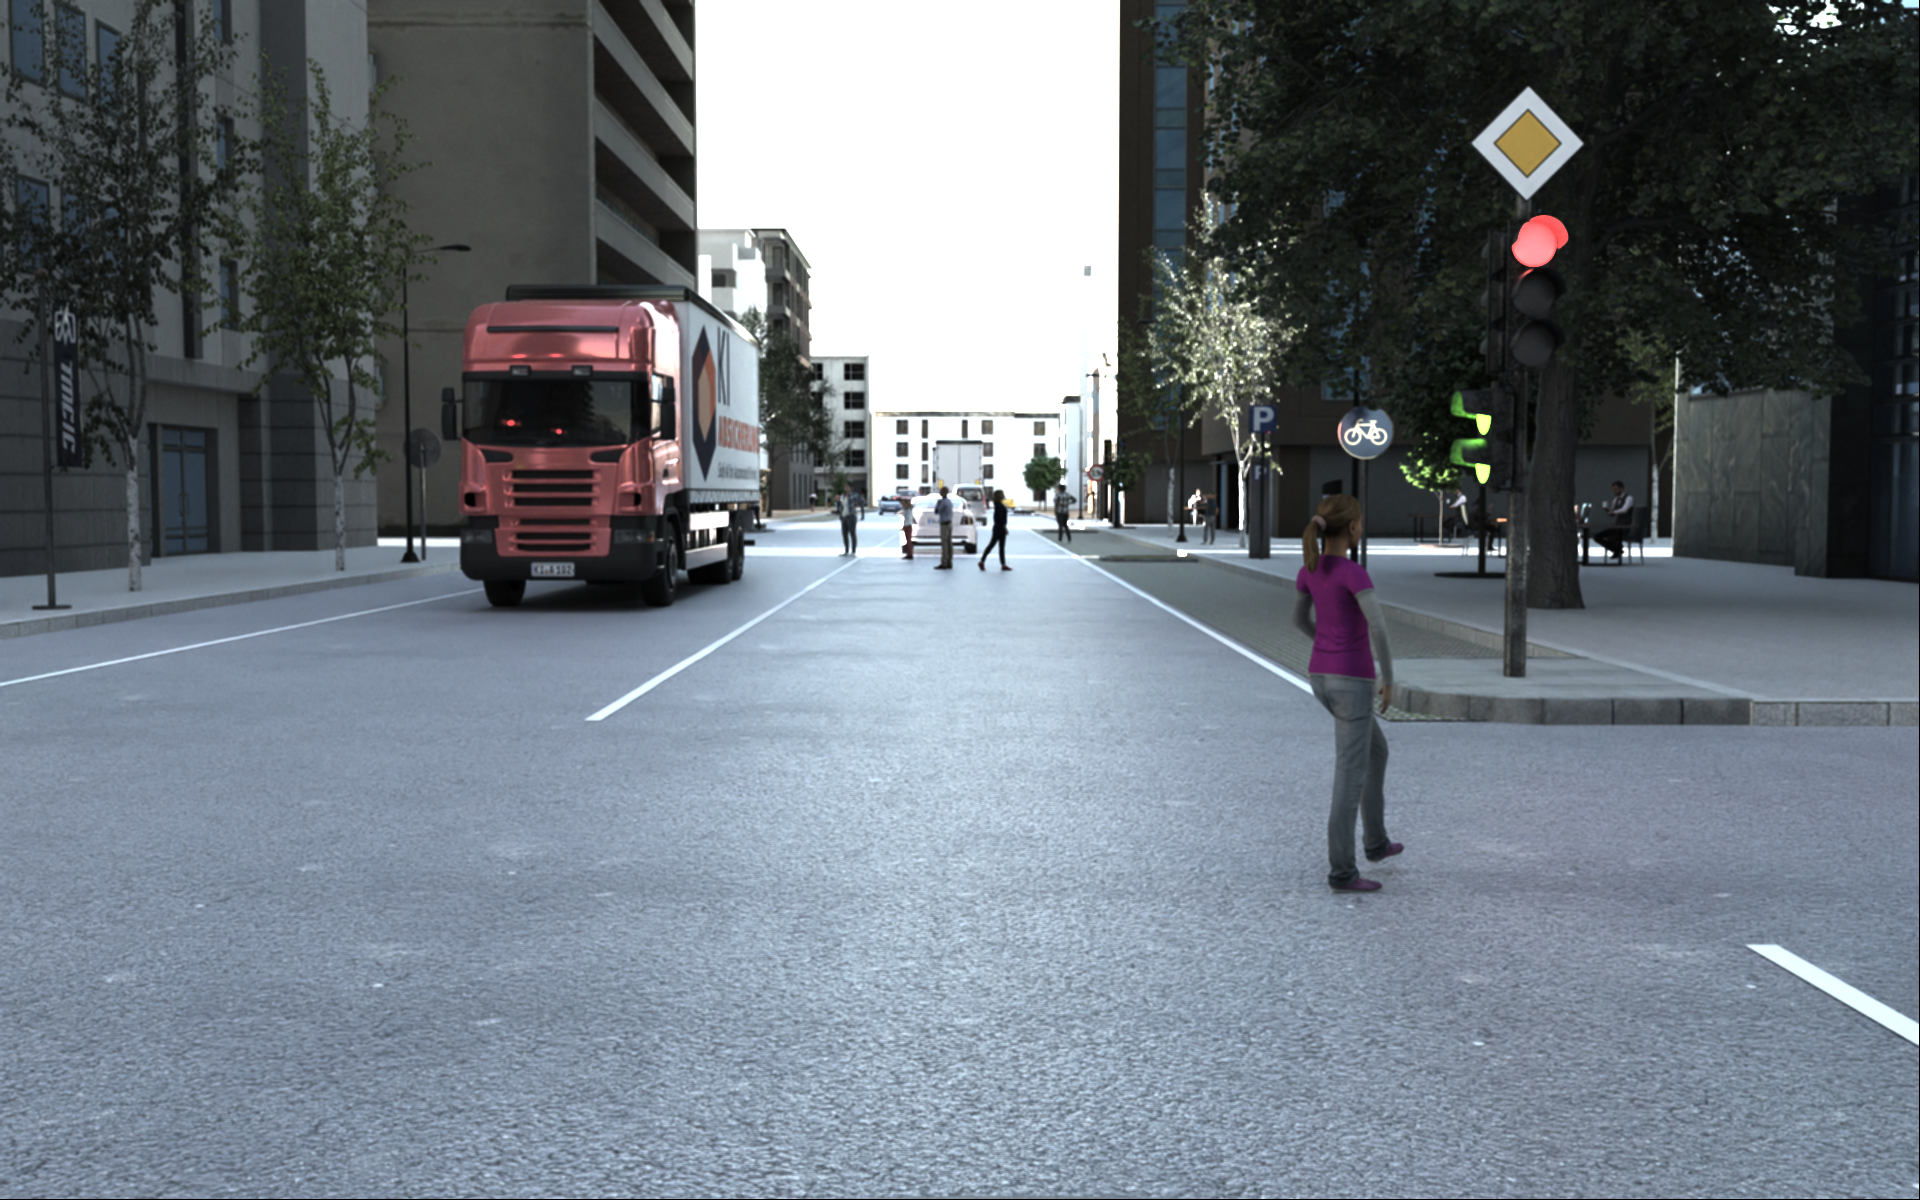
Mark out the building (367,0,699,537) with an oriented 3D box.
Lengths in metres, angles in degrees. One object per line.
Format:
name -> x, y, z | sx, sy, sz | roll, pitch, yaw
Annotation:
building -> -21.483, -26.709, 60.397 | 21.300, 48.544, 21.600 | 0, 4, 0

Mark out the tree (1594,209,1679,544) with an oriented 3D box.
tree -> 18.028, -5.735, 44.129 | 4.737, 8.622, 4.395 | 0, 3, 0

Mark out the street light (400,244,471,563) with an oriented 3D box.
street light -> -9.779, -3.657, 32.326 | 1.470, 5.913, 1.316 | 0, 4, 0

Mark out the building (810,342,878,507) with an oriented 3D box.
building -> -24.769, -19.332, 182.528 | 31.486, 18.905, 16.747 | 0, 4, 0

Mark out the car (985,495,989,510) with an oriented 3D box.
car -> 1.833, -9.144, 162.082 | 1.945, 1.354, 3.894 | 0, 4, -1

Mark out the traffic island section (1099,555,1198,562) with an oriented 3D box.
traffic island section -> 3.996, -0.871, 37.107 | 1.991, 0.108, 1.994 | 0, 4, 0

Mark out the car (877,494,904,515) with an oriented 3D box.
car -> -4.732, -6.611, 120.097 | 2.014, 1.417, 4.499 | 0, 4, -1

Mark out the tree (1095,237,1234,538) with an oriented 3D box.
tree -> 6.054, -6.101, 50.106 | 4.737, 8.622, 4.395 | 0, 3, 0

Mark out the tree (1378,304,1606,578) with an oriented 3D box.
tree -> 8.097, -2.646, 26.974 | 4.285, 4.588, 4.351 | 0, 3, 0

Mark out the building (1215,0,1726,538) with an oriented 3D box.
building -> 15.784, -24.792, 55.456 | 14.600, 45.320, 14.200 | 0, 4, 0

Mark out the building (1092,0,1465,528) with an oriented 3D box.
building -> 13.486, -26.207, 78.590 | 14.600, 45.320, 14.200 | 0, 4, 0

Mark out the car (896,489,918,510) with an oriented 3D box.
car -> -3.942, -7.407, 129.785 | 2.281, 1.827, 5.304 | 0, 4, -1

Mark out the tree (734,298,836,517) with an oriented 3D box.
tree -> -10.254, -9.018, 81.855 | 7.601, 10.594, 8.767 | -1, 4, -14

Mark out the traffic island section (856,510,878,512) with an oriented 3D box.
traffic island section -> -7.781, -7.301, 142.233 | 1.991, 0.108, 1.994 | 0, 4, 0

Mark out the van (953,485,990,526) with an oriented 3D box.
van -> 0.372, -4.433, 79.492 | 2.013, 2.044, 4.112 | 0, 4, -1

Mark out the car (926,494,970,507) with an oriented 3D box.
car -> -0.649, -3.321, 64.093 | 2.009, 1.686, 4.222 | 0, 4, 1

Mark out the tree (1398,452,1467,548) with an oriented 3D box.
tree -> 11.629, -2.883, 41.738 | 1.663, 3.219, 1.824 | 0, 3, 0

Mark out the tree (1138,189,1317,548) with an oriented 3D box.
tree -> 6.598, -5.553, 41.155 | 4.360, 8.622, 3.978 | 0, 3, 0

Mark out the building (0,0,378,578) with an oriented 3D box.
building -> -24.981, -29.679, 27.258 | 21.231, 58.520, 28.212 | 0, 4, 0

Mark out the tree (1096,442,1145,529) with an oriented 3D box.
tree -> 6.151, -4.281, 64.596 | 1.663, 3.219, 1.824 | 0, 3, 0

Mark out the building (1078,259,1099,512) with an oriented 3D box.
building -> 16.745, -16.489, 126.011 | 16.016, 20.091, 11.380 | 0, 4, 0

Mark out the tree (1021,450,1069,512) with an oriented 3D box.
tree -> 6.256, -8.736, 126.539 | 4.285, 4.588, 4.351 | 0, 3, 0

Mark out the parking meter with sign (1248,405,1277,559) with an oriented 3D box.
parking meter with sign -> 6.036, -2.353, 34.728 | 0.543, 3.016, 1.738 | 0, 4, 8

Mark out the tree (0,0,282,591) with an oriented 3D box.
tree -> -11.130, -4.416, 22.559 | 4.360, 8.622, 3.978 | 0, 3, 0

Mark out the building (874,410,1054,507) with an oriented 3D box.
building -> 5.463, -14.451, 178.420 | 28.070, 9.664, 9.099 | 0, 4, 0

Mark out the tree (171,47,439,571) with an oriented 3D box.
tree -> -10.497, -4.786, 28.607 | 4.737, 8.622, 4.395 | 0, 3, 0

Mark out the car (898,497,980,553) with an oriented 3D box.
car -> -0.527, -1.885, 43.181 | 2.083, 1.381, 4.827 | 0, 4, -1

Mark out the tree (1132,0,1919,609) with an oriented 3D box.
tree -> 6.798, -6.886, 19.245 | 9.857, 13.997, 8.962 | 0, 3, 0

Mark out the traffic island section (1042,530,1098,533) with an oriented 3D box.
traffic island section -> 4.059, -2.527, 64.182 | 1.991, 0.108, 1.994 | 0, 4, 0

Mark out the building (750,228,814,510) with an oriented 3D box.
building -> -29.592, -18.533, 146.983 | 32.646, 21.610, 27.936 | 0, 4, 0

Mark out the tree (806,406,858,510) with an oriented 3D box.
tree -> -10.628, -11.627, 140.458 | 4.360, 8.622, 3.978 | 0, 3, 0

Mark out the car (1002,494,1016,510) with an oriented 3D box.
car -> 4.069, -8.923, 156.111 | 2.015, 1.641, 3.980 | 0, 4, 1

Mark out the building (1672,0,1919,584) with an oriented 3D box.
building -> 28.642, -43.431, 22.767 | 31.000, 86.520, 22.319 | 0, 4, 0

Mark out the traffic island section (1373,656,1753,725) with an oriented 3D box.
traffic island section -> 3.925, 0.617, 12.192 | 2.009, 0.180, 2.903 | 0, 4, 0

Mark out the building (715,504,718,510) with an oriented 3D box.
building -> -18.610, -9.766, 101.824 | 9.099, 9.664, 28.070 | 0, 4, 0

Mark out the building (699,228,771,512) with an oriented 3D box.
building -> -21.547, -16.199, 121.268 | 16.016, 20.091, 11.380 | 0, 4, 0

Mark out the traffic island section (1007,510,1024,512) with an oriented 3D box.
traffic island section -> 4.275, -7.233, 141.128 | 1.991, 0.108, 1.994 | 0, 4, 0

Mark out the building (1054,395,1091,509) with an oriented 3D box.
building -> 13.461, -12.517, 146.803 | 9.099, 9.664, 28.070 | 0, 4, 0
